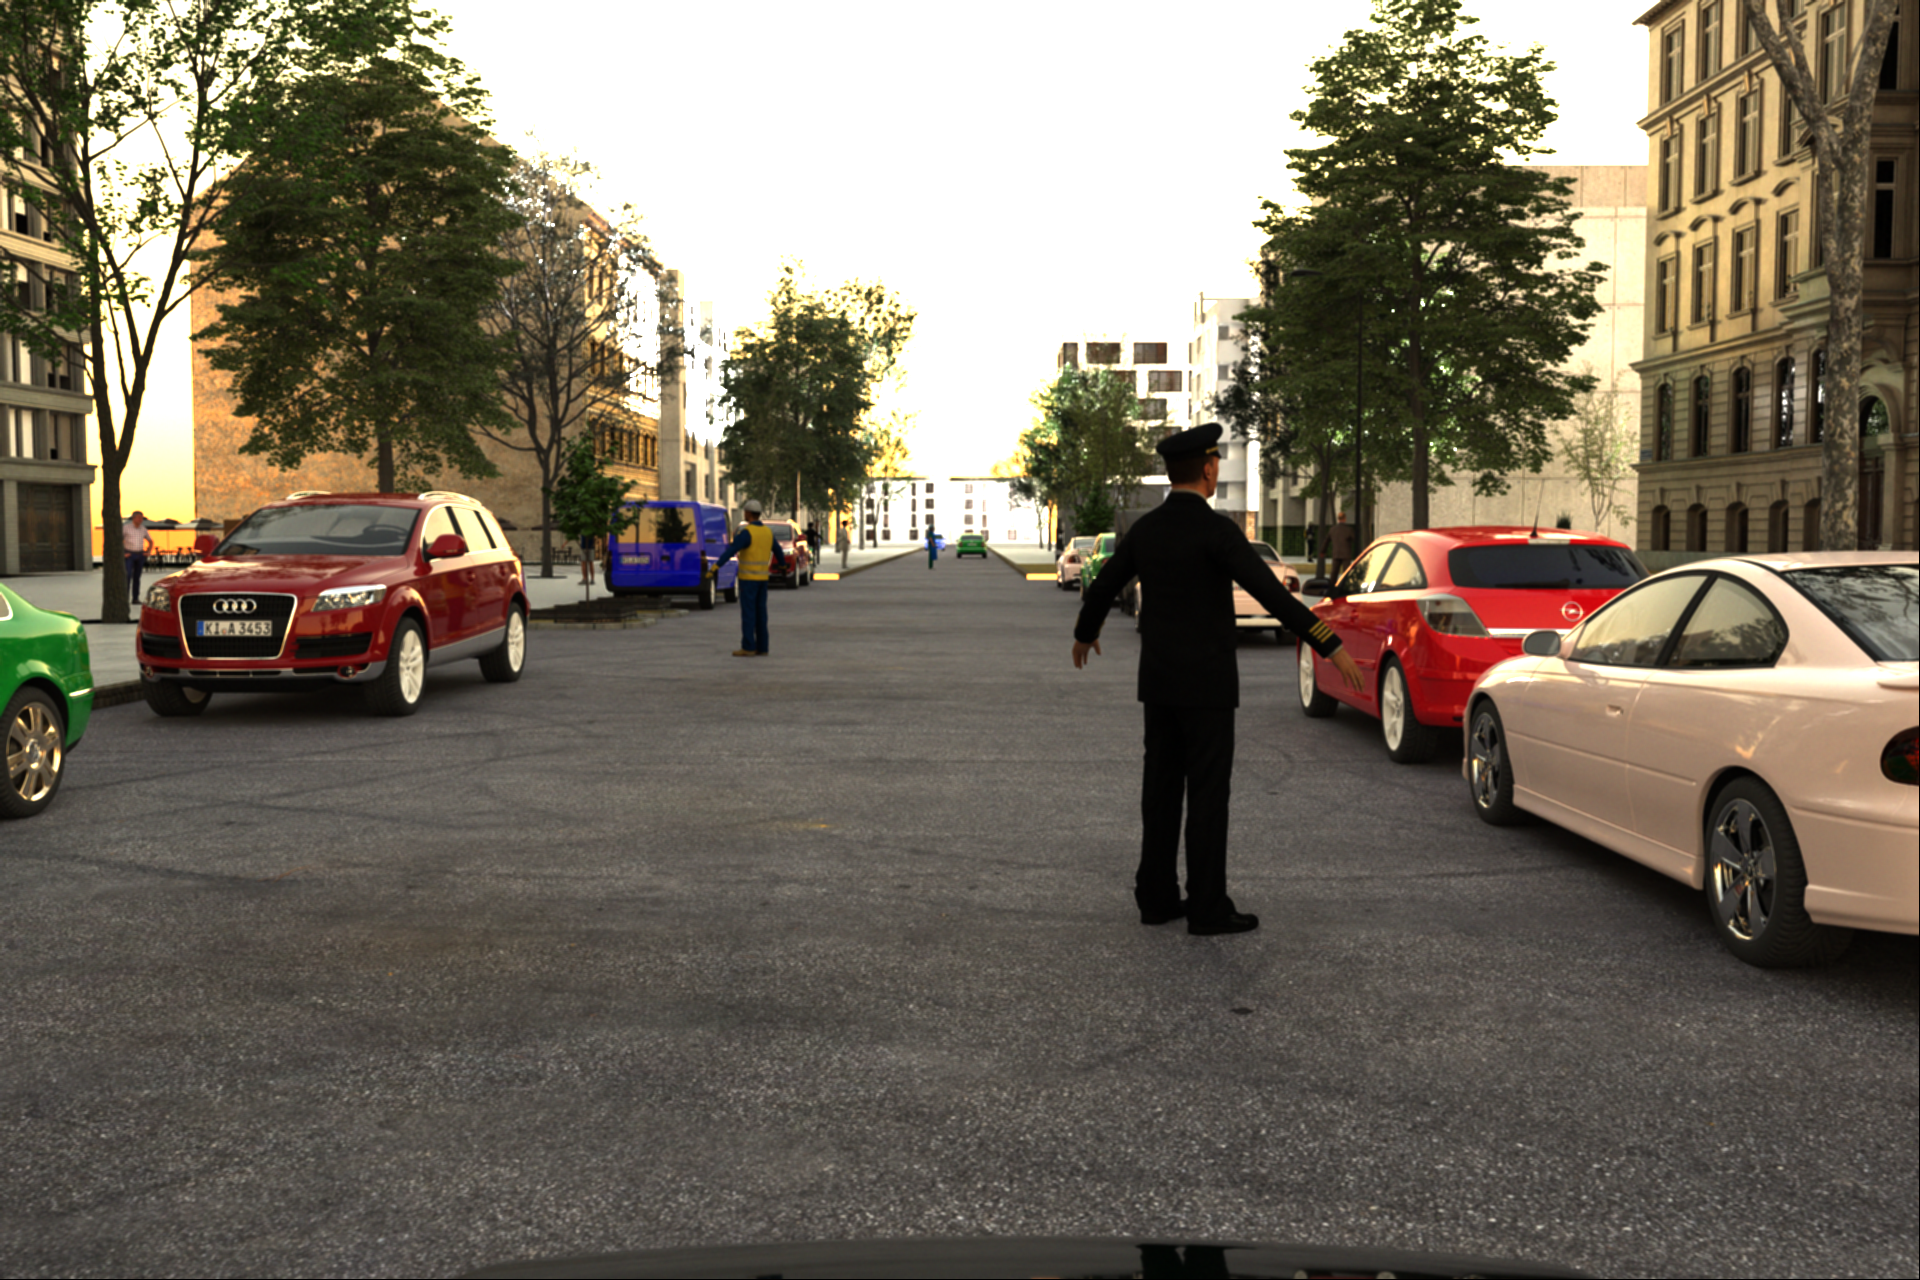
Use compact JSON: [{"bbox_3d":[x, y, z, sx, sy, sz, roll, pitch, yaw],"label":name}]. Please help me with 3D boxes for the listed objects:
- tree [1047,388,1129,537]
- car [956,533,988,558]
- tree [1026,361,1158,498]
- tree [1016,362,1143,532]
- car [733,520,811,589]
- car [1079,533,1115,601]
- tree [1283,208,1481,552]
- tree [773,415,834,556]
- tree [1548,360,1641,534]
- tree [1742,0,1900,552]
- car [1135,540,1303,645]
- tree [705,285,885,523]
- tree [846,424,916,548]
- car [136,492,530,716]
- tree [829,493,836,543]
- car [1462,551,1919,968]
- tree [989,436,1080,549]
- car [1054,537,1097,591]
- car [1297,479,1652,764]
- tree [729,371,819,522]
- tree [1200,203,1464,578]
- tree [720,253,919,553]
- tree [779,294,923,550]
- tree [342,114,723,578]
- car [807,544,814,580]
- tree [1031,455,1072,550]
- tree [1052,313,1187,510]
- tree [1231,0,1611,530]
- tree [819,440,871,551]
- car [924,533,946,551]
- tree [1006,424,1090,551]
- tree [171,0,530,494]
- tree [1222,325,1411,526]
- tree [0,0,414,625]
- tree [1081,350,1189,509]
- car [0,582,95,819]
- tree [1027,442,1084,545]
[{"bbox_3d":[6.601,-8.265,85.499,4.737,8.622,4.395,0,3,0],"label":"tree"},{"bbox_3d":[0.710,-5.814,103.863,1.959,1.807,4.718,0,4,0],"label":"car"},{"bbox_3d":[7.118,-9.761,94.000,7.601,10.594,8.767,-1,4,-16],"label":"tree"},{"bbox_3d":[7.184,-10.888,103.777,9.928,11.665,9.643,0,3,0],"label":"tree"},{"bbox_3d":[-5.217,-2.329,46.754,2.281,1.827,5.304,0,4,0],"label":"car"},{"bbox_3d":[3.467,-1.644,35.672,1.959,1.807,4.718,0,3,0],"label":"car"},{"bbox_3d":[14.586,-8.702,60.407,7.486,12.596,7.792,0,3,0],"label":"tree"},{"bbox_3d":[-8.393,-9.270,101.929,4.360,8.622,3.978,0,3,0],"label":"tree"},{"bbox_3d":[27.030,-7.511,73.166,4.360,8.622,3.978,0,3,0],"label":"tree"},{"bbox_3d":[9.392,-10.066,20.476,12.611,20.169,13.585,0,3,0],"label":"tree"},{"bbox_3d":[3.465,-0.692,23.677,2.083,1.381,4.827,0,4,1],"label":"car"},{"bbox_3d":[-8.635,-11.257,90.713,9.857,13.997,8.962,0,3,0],"label":"tree"},{"bbox_3d":[-7.886,-14.410,161.357,9.928,11.665,9.643,0,3,0],"label":"tree"},{"bbox_3d":[-5.313,-0.406,15.306,2.281,1.827,5.304,0,4,0],"label":"car"},{"bbox_3d":[-18.332,-18.235,248.505,4.360,8.622,3.978,0,3,0],"label":"tree"},{"bbox_3d":[3.517,0.322,7.102,2.083,1.381,4.827,0,4,0],"label":"car"},{"bbox_3d":[7.026,-13.313,152.081,8.767,10.594,7.601,-2,4,-28],"label":"tree"},{"bbox_3d":[3.531,-2.017,45.344,2.083,1.381,4.827,0,4,1],"label":"car"},{"bbox_3d":[3.594,-0.199,12.290,2.155,1.783,4.494,0,3,0],"label":"car"},{"bbox_3d":[-8.854,-7.841,78.557,4.360,8.622,3.978,0,3,0],"label":"tree"},{"bbox_3d":[10.224,-6.904,47.297,7.601,10.594,8.767,-1,4,-13],"label":"tree"},{"bbox_3d":[-9.433,-16.034,118.043,12.611,20.169,13.585,0,3,0],"label":"tree"},{"bbox_3d":[-9.019,-17.349,139.546,12.611,20.169,13.585,0,3,0],"label":"tree"},{"bbox_3d":[-12.053,-8.563,50.367,12.009,13.543,11.850,0,3,0],"label":"tree"},{"bbox_3d":[-5.437,-2.469,52.174,2.131,1.459,4.920,0,4,0],"label":"car"},{"bbox_3d":[7.113,-11.664,141.061,4.360,8.622,3.978,0,3,0],"label":"tree"},{"bbox_3d":[4.791,-6.614,58.497,4.360,8.622,3.978,0,3,0],"label":"tree"},{"bbox_3d":[9.287,-7.210,36.016,7.486,12.596,7.792,0,3,0],"label":"tree"},{"bbox_3d":[-8.378,-10.911,128.752,4.737,8.622,4.395,0,3,0],"label":"tree"},{"bbox_3d":[-2.135,-8.502,148.599,1.945,1.707,3.694,0,4,0],"label":"car"},{"bbox_3d":[7.065,-12.005,130.700,7.601,10.594,8.767,-3,4,-38],"label":"tree"},{"bbox_3d":[-12.324,-7.206,35.940,7.486,12.596,7.792,0,3,0],"label":"tree"},{"bbox_3d":[15.293,-8.352,70.964,8.767,10.594,7.601,-2,4,-32],"label":"tree"},{"bbox_3d":[-12.065,-6.054,24.744,9.928,11.665,9.643,0,3,0],"label":"tree"},{"bbox_3d":[6.377,-7.251,68.919,4.360,8.622,3.978,0,3,0],"label":"tree"},{"bbox_3d":[-5.574,0.085,7.400,1.959,1.807,4.718,0,4,0],"label":"car"},{"bbox_3d":[6.706,-9.851,111.430,4.360,8.622,3.978,0,3,0],"label":"tree"}]
